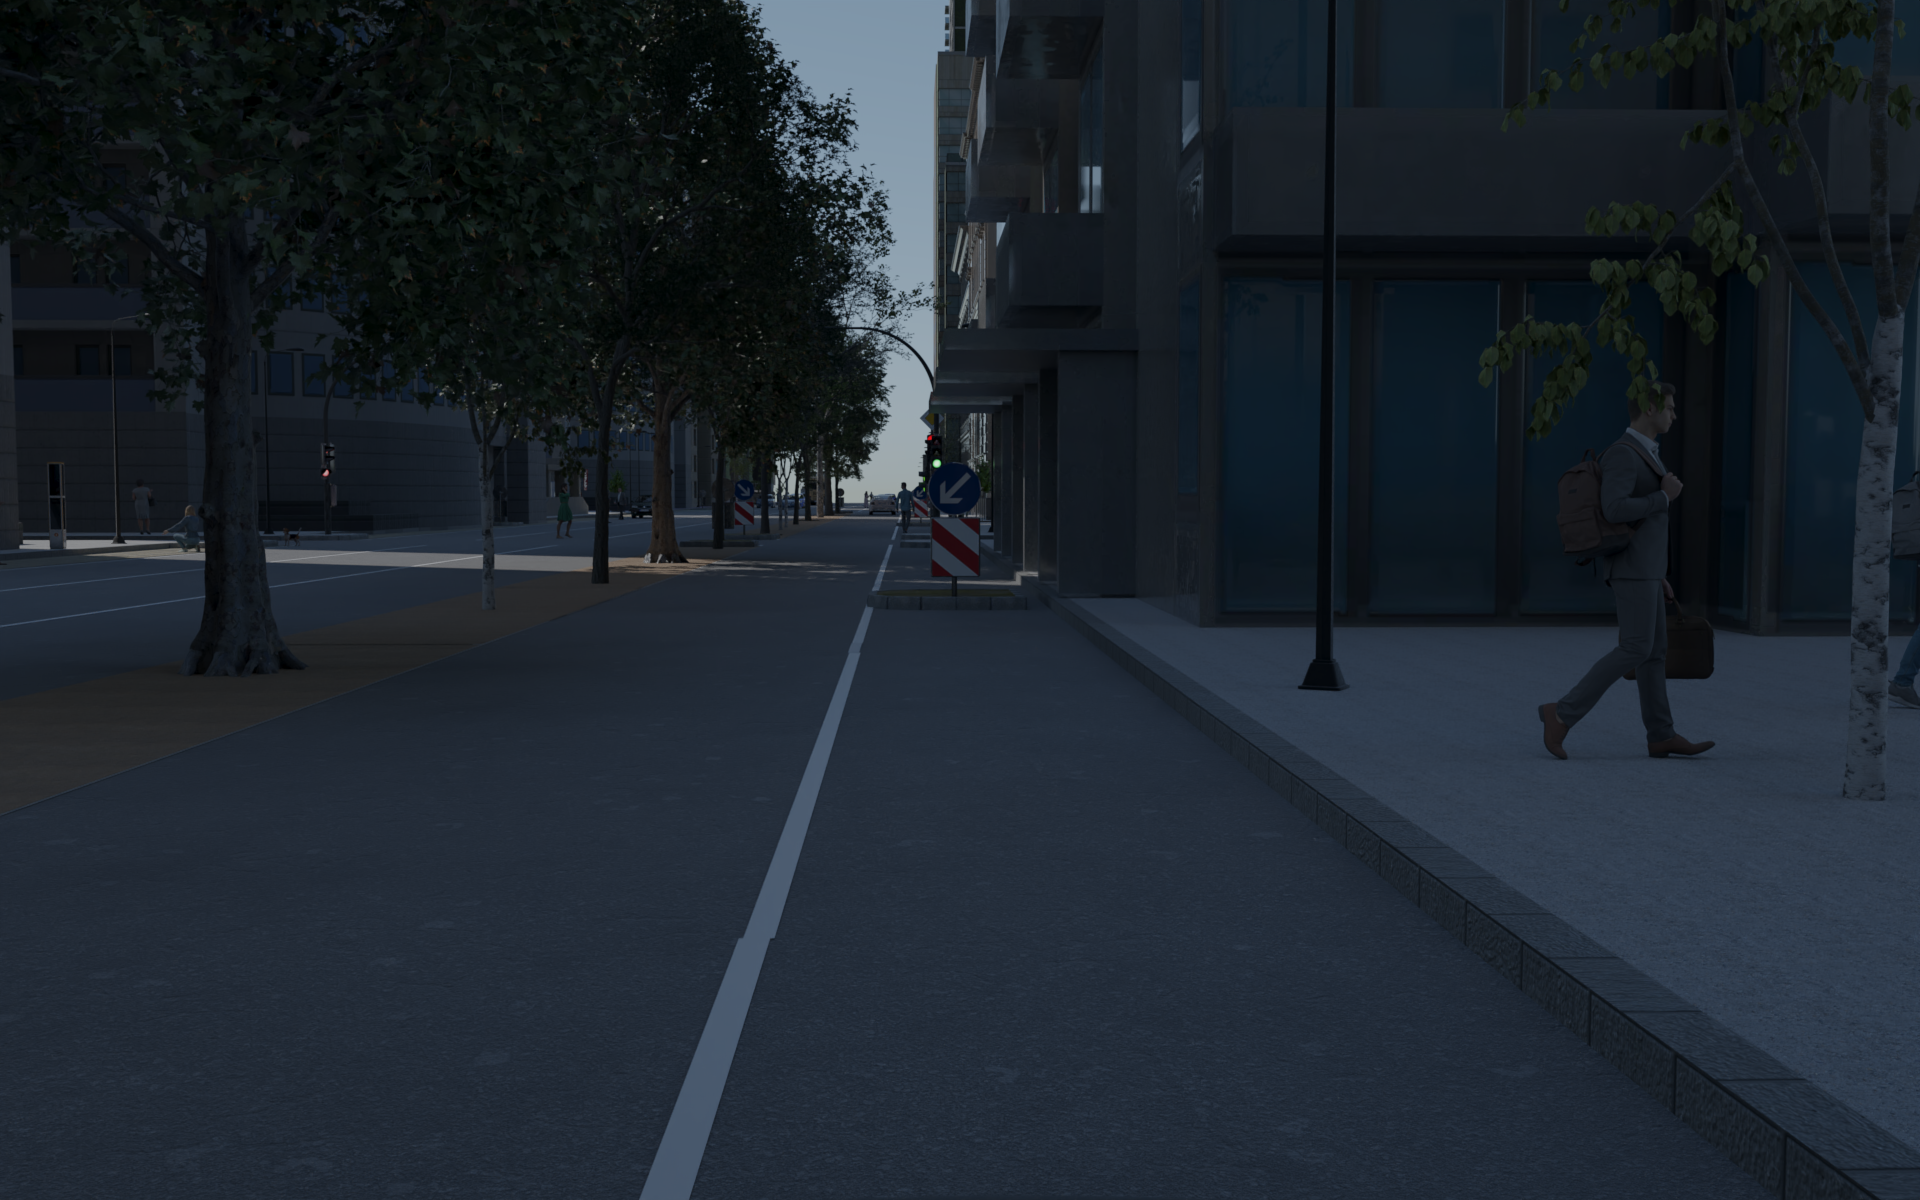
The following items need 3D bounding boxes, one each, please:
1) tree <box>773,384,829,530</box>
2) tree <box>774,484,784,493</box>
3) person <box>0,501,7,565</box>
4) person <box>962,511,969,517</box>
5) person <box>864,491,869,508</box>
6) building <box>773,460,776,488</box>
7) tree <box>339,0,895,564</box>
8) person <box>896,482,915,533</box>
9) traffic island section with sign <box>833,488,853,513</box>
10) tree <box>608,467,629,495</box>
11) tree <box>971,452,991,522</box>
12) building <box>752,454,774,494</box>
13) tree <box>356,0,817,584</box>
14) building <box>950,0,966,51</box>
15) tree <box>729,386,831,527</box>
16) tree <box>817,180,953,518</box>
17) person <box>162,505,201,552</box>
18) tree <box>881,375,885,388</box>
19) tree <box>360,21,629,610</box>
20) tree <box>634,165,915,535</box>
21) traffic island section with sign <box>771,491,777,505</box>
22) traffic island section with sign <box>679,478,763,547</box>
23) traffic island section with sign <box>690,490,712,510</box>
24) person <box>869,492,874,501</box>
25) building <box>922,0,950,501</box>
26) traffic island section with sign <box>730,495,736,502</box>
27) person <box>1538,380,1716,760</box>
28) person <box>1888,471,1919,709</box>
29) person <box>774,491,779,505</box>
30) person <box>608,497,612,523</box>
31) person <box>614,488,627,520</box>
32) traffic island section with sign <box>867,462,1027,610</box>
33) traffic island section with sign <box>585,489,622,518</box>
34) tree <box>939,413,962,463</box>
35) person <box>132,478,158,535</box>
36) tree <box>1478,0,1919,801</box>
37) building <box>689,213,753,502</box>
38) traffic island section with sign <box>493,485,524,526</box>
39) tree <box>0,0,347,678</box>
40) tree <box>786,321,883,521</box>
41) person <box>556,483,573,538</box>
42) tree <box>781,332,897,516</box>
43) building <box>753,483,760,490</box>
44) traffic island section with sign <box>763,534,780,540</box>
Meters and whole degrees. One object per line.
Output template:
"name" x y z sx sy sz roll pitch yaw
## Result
"tree" -7.093 -7.058 68.214 4.360 8.622 3.978 0 3 0
"tree" -30.163 -18.020 289.232 1.663 3.219 1.824 0 3 0
"person" -19.290 -1.579 34.493 0.590 1.801 0.661 -1 4 -14
"person" 0.228 -4.604 81.669 0.601 1.785 0.444 1 4 11
"person" -9.417 -10.104 174.374 0.621 1.740 0.551 1 4 16
"building" -36.635 -38.089 272.870 14.600 45.320 14.200 0 4 -2
"tree" -6.157 -7.099 35.528 9.611 12.733 9.660 0 3 0
"person" -1.898 -3.086 58.811 0.638 1.841 0.748 1 4 19
"traffic island section with sign" -9.020 -7.449 129.924 2.006 1.907 1.989 0 4 -2
"tree" -25.364 -8.221 129.014 1.663 3.219 1.824 0 3 0
"tree" 1.118 -5.188 79.419 1.663 3.219 1.824 0 3 0
"building" -35.502 -29.794 258.833 14.160 30.474 14.107 0 4 -2
"tree" -5.740 -5.507 26.911 8.767 10.594 7.601 0 4 -2
"building" 7.080 -46.296 195.188 20.563 71.187 20.611 0 4 -2
"tree" -7.477 -7.415 74.051 4.737 8.622 4.395 0 3 0
"tree" -7.198 -14.975 103.190 12.611 20.169 13.585 0 3 0
"person" -19.125 -1.752 42.642 0.738 1.151 1.012 2 4 30
"tree" -6.295 -6.570 44.282 8.767 10.594 7.601 0 4 -2
"tree" -5.792 -4.163 20.882 4.360 8.622 3.978 0 3 0
"tree" -6.763 -8.971 59.498 12.009 13.543 11.850 0 3 0
"traffic island section with sign" -25.411 -13.895 235.802 1.989 1.847 2.006 0 4 -2
"traffic island section with sign" -6.557 -2.402 47.414 2.006 1.907 1.989 0 4 -2
"traffic island section with sign" -22.982 -8.929 154.611 1.989 1.847 2.006 0 4 -2
"person" -10.945 -12.610 215.402 1.217 1.736 0.721 -3 5 -41
"building" 5.291 -58.739 273.061 22.319 86.520 31.000 0 4 -2
"traffic island section with sign" -23.804 -10.587 181.729 1.989 1.847 2.006 0 4 -2
"person" 3.254 -0.147 8.418 0.822 1.834 0.622 1 4 17
"person" 5.781 -0.226 10.085 0.721 1.781 0.623 1 4 15
"person" -23.684 -13.264 225.346 1.348 1.826 0.705 -2 4 -35
"person" -17.392 -4.704 85.222 0.447 1.846 0.655 1 4 21
"person" -18.901 -5.343 96.262 0.661 1.777 0.834 1 4 16
"traffic island section with sign" -0.194 -0.837 22.312 1.989 1.847 2.006 0 4 -2
"traffic island section with sign" -21.497 -5.870 104.607 1.989 1.847 2.006 0 4 -2
"tree" -0.470 -11.493 138.270 4.360 8.622 3.978 0 3 0
"person" -25.793 -2.963 54.845 0.716 1.782 0.532 -1 4 -20
"tree" 3.754 -3.481 7.279 4.737 8.622 4.395 0 3 0
"building" -34.076 -32.803 219.925 14.154 41.232 14.086 0 4 -2
"traffic island section with sign" -20.687 -4.222 77.664 1.989 1.847 2.006 0 4 -2
"tree" -5.824 -5.750 13.471 9.611 12.733 9.660 0 3 0
"tree" -8.173 -9.998 91.682 9.928 11.665 9.643 0 3 0
"person" -12.809 -2.893 56.041 0.529 1.795 0.600 0 4 0
"tree" -8.692 -12.571 114.652 9.857 13.997 8.962 0 3 0
"building" -44.388 -33.466 239.051 32.217 40.220 23.993 0 4 -2
"traffic island section with sign" -6.768 -2.855 54.819 2.006 1.907 1.989 0 4 -2
